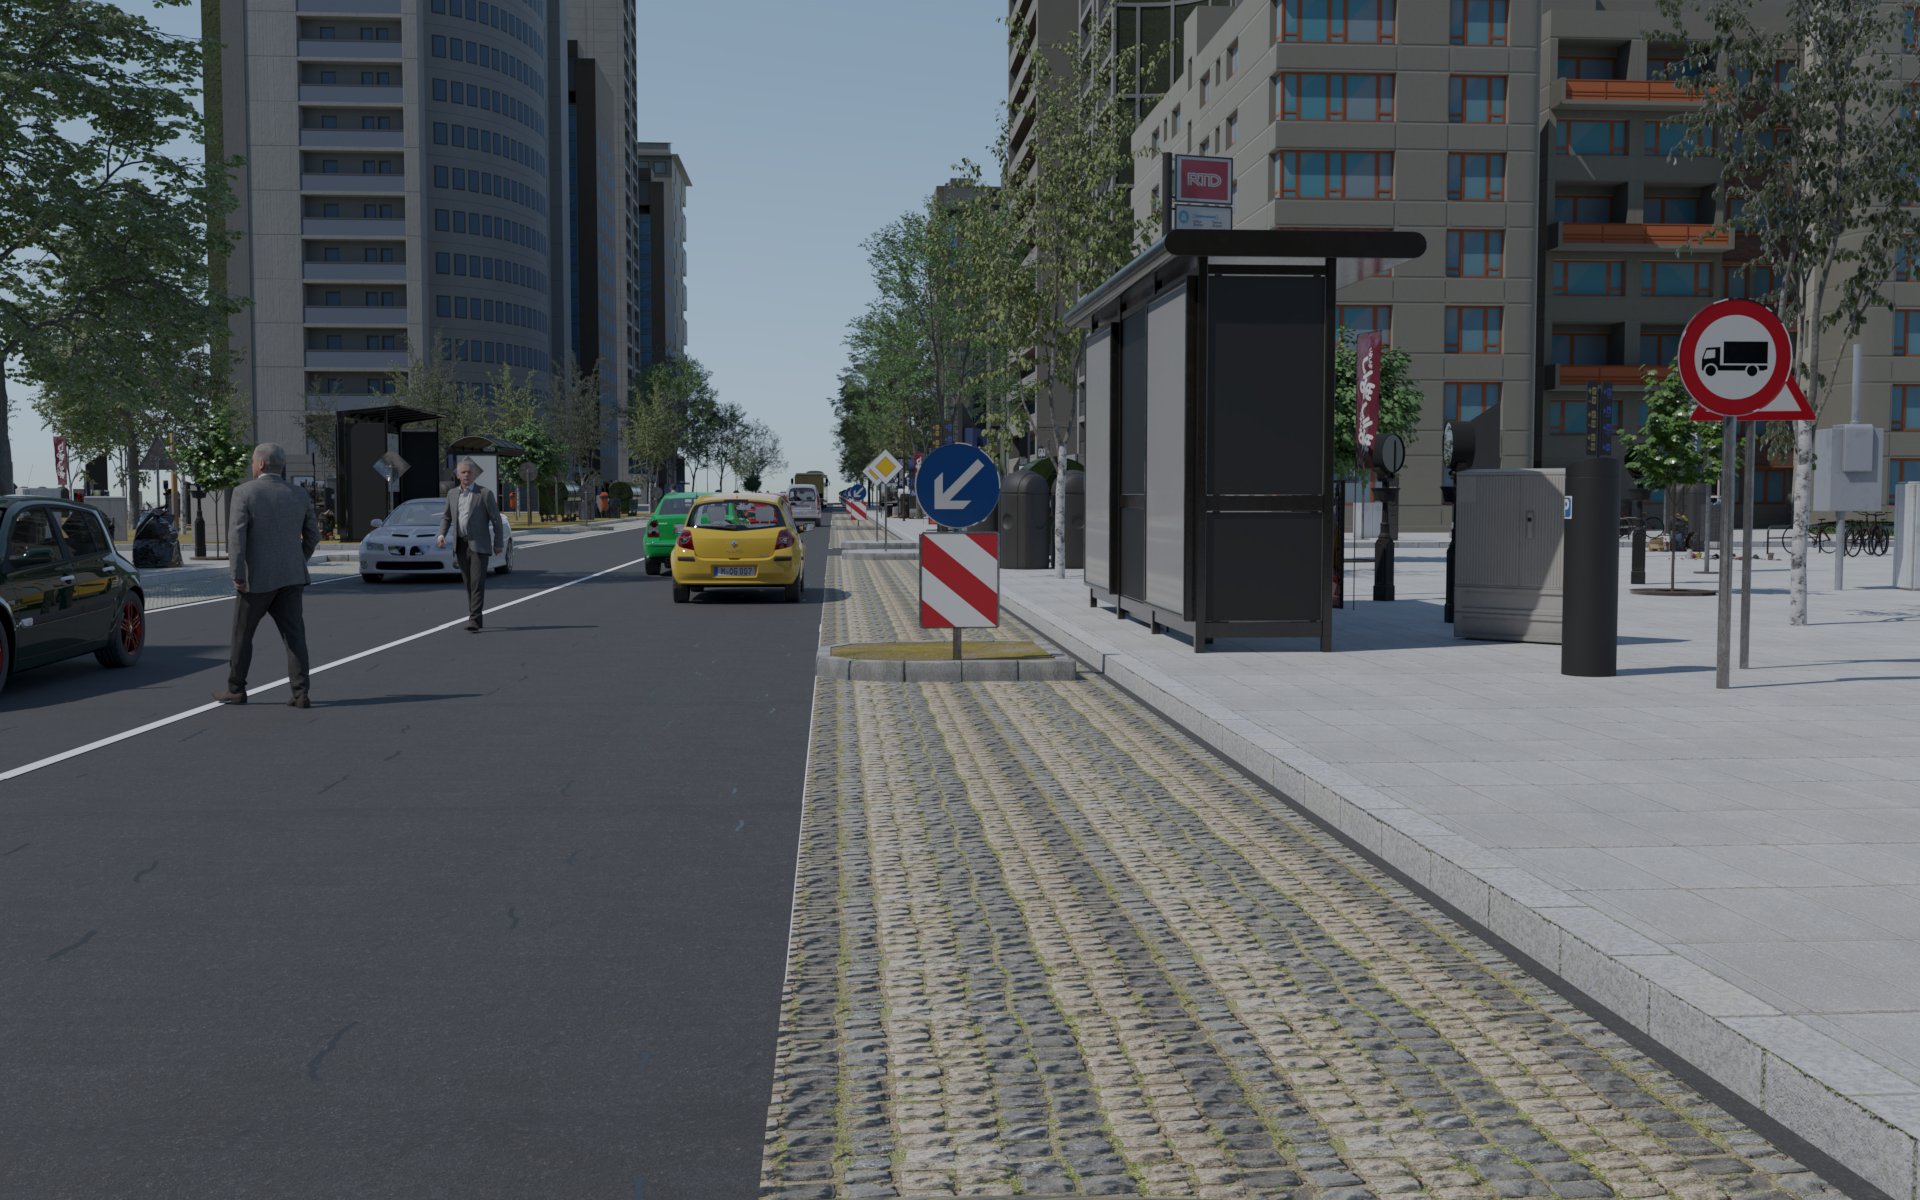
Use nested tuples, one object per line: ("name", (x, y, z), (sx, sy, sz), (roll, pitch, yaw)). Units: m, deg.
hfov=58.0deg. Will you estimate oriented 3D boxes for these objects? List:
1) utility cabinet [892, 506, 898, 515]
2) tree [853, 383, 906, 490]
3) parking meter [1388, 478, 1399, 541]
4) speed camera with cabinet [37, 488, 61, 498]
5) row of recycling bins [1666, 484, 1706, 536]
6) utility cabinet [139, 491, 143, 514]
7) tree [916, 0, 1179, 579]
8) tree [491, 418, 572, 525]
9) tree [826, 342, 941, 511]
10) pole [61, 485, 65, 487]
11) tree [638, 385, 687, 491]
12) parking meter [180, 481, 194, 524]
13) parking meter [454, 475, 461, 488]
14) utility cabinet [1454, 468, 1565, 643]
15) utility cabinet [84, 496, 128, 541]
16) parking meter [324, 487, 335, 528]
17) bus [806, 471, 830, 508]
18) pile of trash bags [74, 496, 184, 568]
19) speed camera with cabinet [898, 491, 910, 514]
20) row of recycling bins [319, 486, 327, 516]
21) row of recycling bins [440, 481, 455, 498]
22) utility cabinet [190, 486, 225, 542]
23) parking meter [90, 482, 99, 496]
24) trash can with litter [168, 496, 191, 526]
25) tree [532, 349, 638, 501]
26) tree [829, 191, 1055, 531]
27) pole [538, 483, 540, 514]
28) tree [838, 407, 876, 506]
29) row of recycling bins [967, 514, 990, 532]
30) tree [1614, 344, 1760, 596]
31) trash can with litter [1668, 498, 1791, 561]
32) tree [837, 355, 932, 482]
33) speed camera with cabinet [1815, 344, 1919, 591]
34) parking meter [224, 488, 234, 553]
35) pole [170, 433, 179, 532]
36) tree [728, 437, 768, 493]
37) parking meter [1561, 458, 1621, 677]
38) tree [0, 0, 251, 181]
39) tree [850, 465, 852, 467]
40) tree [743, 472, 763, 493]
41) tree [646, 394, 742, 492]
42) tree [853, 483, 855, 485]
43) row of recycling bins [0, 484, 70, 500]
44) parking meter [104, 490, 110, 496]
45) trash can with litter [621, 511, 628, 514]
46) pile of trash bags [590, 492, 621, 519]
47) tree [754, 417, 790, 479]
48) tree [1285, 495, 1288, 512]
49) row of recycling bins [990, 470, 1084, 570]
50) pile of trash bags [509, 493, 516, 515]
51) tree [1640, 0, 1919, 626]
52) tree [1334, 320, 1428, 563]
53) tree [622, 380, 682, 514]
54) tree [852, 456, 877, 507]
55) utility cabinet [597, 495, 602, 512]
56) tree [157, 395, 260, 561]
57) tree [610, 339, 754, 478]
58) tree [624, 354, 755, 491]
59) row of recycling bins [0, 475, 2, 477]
("utility cabinet", (-3.567, -5.726, 104.786), (1.020, 1.237, 0.306), (0, 4, 3))
("tree", (-3.923, -9.591, 107.168), (4.737, 8.622, 4.395), (0, 3, 0))
("parking meter", (11.895, -2.559, 47.551), (0.255, 1.863, 0.399), (1, 4, 21))
("speed camera with cabinet", (-25.442, -3.212, 46.854), (0.660, 3.252, 2.038), (2, 4, 27))
("row of recycling bins", (22.966, -2.919, 54.833), (1.069, 1.692, 3.534), (1, 4, 12))
("utility cabinet", (-51.966, -6.180, 109.722), (0.318, 1.500, 1.173), (-1, 4, -23))
("tree", (1.464, -4.642, 26.252), (4.737, 8.622, 4.395), (0, 3, 0))
("tree", (-18.234, -5.470, 73.151), (4.285, 4.588, 4.351), (0, 3, 0))
("tree", (-5.545, -13.950, 134.734), (9.857, 13.997, 8.962), (0, 3, 0))
("pole", (-58.519, -7.289, 113.017), (0.158, 3.312, 0.155), (0, 3, 0))
("tree", (-20.708, -10.248, 117.920), (4.360, 8.622, 3.978), (0, 3, 0))
("parking meter", (-32.745, -4.134, 73.302), (0.399, 1.863, 0.255), (1, 4, 18))
("parking meter", (-15.604, -2.967, 54.229), (0.399, 1.863, 0.255), (-1, 4, -21))
("utility cabinet", (4.886, -0.384, 14.963), (1.173, 1.500, 0.318), (3, 5, 42))
("utility cabinet", (-23.214, -2.196, 47.073), (1.020, 1.237, 0.306), (-1, 4, -20))
("parking meter", (-23.940, -3.509, 65.776), (0.372, 1.533, 0.369), (0, 3, 0))
("bus", (-15.323, -11.647, 181.982), (2.896, 3.916, 12.252), (0, 4, -2))
("pile of trash bags", (-15.417, -1.265, 30.432), (3.447, 1.369, 1.912), (-1, 4, -10))
("speed camera with cabinet", (-2.580, -6.550, 101.422), (2.038, 3.252, 0.660), (1, 4, 18))
("row of recycling bins", (-31.599, -4.850, 86.405), (1.069, 1.692, 3.534), (0, 4, 2))
("row of recycling bins", (-16.798, -3.023, 56.544), (1.069, 1.692, 3.534), (-1, 4, -21))
("utility cabinet", (-19.562, -2.254, 45.530), (1.173, 1.500, 0.318), (0, 4, 2))
("parking meter", (-42.177, -4.814, 84.426), (0.399, 1.863, 0.255), (2, 4, 33))
("trash can with litter", (-31.004, -3.567, 69.372), (2.233, 1.210, 1.678), (-1, 4, -18))
("tree", (-19.058, -8.366, 87.151), (4.360, 8.622, 3.978), (0, 3, 0))
("tree", (-0.519, -8.201, 59.848), (9.928, 11.665, 9.643), (0, 3, 0))
("pole", (-27.025, -7.185, 111.318), (0.158, 3.312, 0.155), (0, 3, 0))
("tree", (-9.586, -16.629, 190.014), (7.486, 12.596, 7.792), (0, 3, 0))
("row of recycling bins", (1.568, -1.806, 36.640), (3.534, 1.692, 1.069), (3, 5, 42))
("tree", (9.010, -1.679, 22.049), (1.663, 3.219, 1.824), (0, 3, 0))
("trash can with litter", (15.154, -1.397, 33.891), (2.233, 1.210, 1.678), (2, 4, 31))
("tree", (-4.637, -11.031, 114.768), (7.601, 10.594, 8.767), (0, 4, 5))
("speed camera with cabinet", (12.554, -1.759, 23.095), (2.038, 3.252, 0.660), (0, 4, 5))
("parking meter", (-15.840, -1.796, 37.779), (0.372, 1.533, 0.369), (0, 3, 0))
("pole", (-26.259, -3.917, 57.892), (0.158, 3.312, 0.155), (0, 3, 0))
("tree", (-26.708, -15.857, 209.627), (4.737, 8.622, 4.395), (0, 3, 0))
("parking meter", (4.466, -0.235, 12.259), (0.372, 1.533, 0.369), (0, 3, 0))
("tree", (-14.702, -6.559, 25.368), (7.486, 12.596, 7.792), (0, 3, 0))
("tree", (-13.861, -17.593, 238.005), (4.737, 8.622, 4.395), (0, 3, 0))
("tree", (-31.146, -16.881, 259.719), (4.285, 4.588, 4.351), (0, 3, 0))
("tree", (-23.508, -13.299, 151.845), (8.767, 10.594, 7.601), (-1, 4, -15))
("tree", (-15.118, -15.808, 253.061), (1.663, 3.219, 1.824), (0, 3, 0))
("row of recycling bins", (-49.935, -5.280, 93.443), (3.534, 1.692, 1.069), (-1, 4, -19))
("parking meter", (-51.781, -5.912, 105.069), (0.372, 1.533, 0.369), (0, 3, 0))
("trash can with litter", (-21.707, -6.080, 110.794), (1.055, 1.170, 0.624), (0, 4, -8))
("pile of trash bags", (-18.871, -5.003, 91.552), (1.912, 1.369, 3.447), (-1, 4, -16))
("tree", (-32.476, -22.273, 274.539), (12.009, 13.543, 11.850), (0, 3, 0))
("tree", (16.813, -5.764, 88.846), (1.663, 3.219, 1.824), (0, 3, 0))
("row of recycling bins", (2.407, -1.405, 30.083), (3.534, 1.692, 1.069), (-1, 4, -18))
("pile of trash bags", (-28.003, -5.719, 103.257), (3.447, 1.369, 1.912), (-1, 4, -21))
("tree", (8.436, -4.057, 16.699), (4.360, 8.622, 3.978), (0, 3, 0))
("tree", (7.212, -3.003, 32.818), (4.285, 4.588, 4.351), (0, 3, 0))
("tree", (-20.142, -9.912, 112.420), (4.737, 8.622, 4.395), (0, 3, 0))
("tree", (-9.149, -13.987, 179.050), (4.360, 8.622, 3.978), (0, 3, 0))
("utility cabinet", (-19.723, -5.110, 94.708), (0.306, 1.237, 1.020), (-1, 4, -12))
("tree", (-14.395, -2.394, 33.742), (1.663, 3.219, 1.824), (0, 3, 0))
("tree", (-23.097, -13.940, 138.282), (12.009, 13.543, 11.850), (0, 3, 0))
("tree", (-21.159, -12.367, 127.952), (9.928, 11.665, 9.643), (0, 3, 0))
("row of recycling bins", (-14.584, -1.023, 23.842), (3.534, 1.692, 1.069), (1, 4, 18))
